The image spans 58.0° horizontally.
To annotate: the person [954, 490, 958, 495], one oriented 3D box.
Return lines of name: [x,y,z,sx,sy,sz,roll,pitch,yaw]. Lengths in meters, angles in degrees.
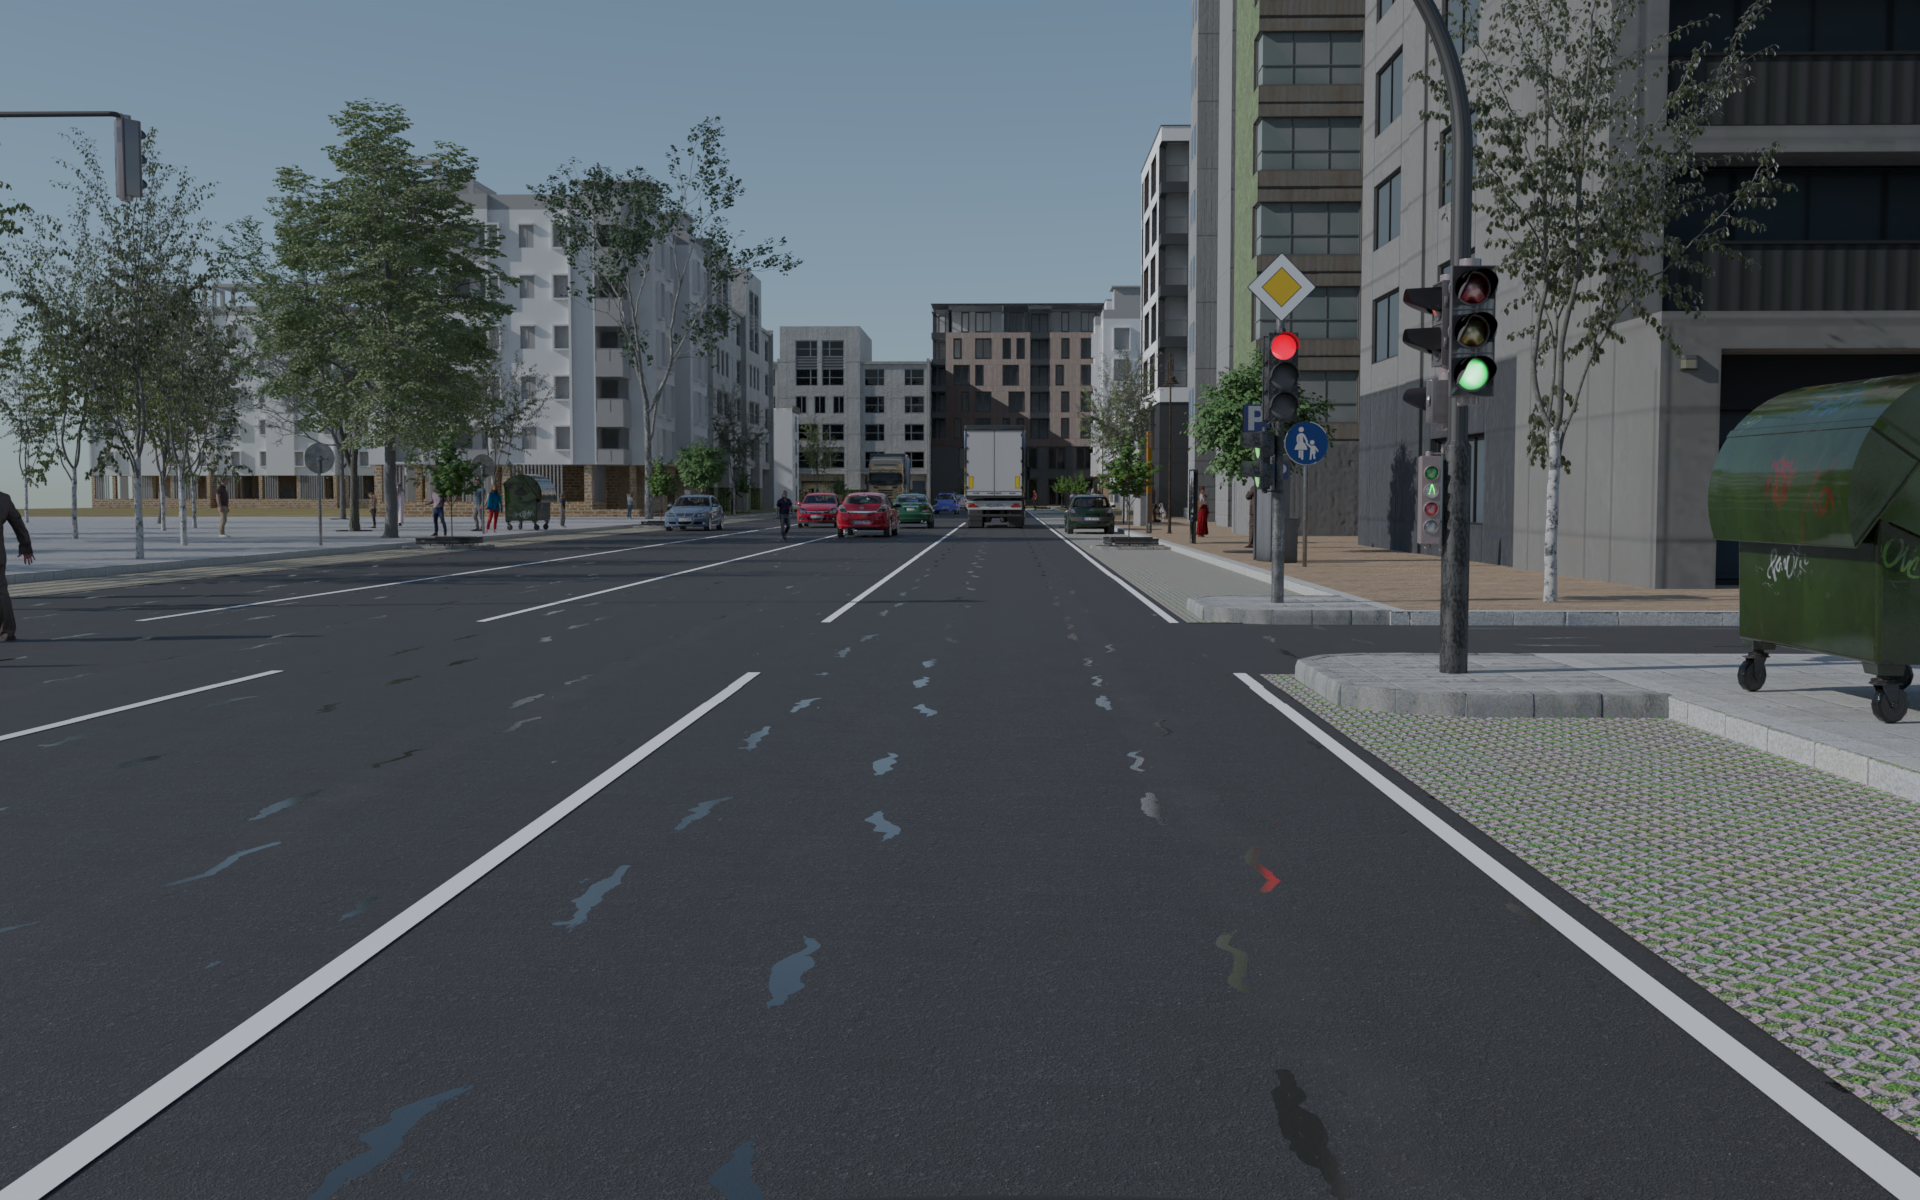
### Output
person: [-0.508,-10.004,171.696,1.348,1.869,0.705,2,4,35]

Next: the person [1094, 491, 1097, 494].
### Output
person: [7.534,-5.407,97.644,0.628,1.438,0.799,0,4,3]

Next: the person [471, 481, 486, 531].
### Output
person: [-16.556,-3.262,59.498,0.434,1.807,0.598,-2,4,-34]

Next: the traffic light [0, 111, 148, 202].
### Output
traffic light: [-12.211,-2.820,20.778,4.771,5.953,1.251,0,4,1]

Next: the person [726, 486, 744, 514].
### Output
person: [-14.445,-6.396,110.711,1.348,1.812,0.705,2,4,24]

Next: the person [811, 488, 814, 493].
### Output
person: [-9.997,-6.656,117.295,1.348,1.831,0.705,-3,5,-39]

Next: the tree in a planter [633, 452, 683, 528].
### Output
tree in a planter: [-12.646,-4.643,73.141,1.991,3.239,1.994,0,4,1]

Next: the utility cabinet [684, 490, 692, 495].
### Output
utility cabinet: [-14.250,-5.032,90.953,0.318,1.500,1.173,0,4,-4]

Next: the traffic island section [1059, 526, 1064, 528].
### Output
traffic island section: [5.142,-3.039,72.551,1.991,0.108,1.994,0,4,1]

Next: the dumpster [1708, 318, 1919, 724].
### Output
dumpster: [5.627,-0.483,10.395,1.502,2.255,1.985,0,4,1]

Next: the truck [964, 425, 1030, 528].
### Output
truck: [1.651,-5.334,76.128,2.839,4.237,11.283,0,4,3]

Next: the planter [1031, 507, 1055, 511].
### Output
planter: [7.149,-7.847,149.441,1.991,0.319,1.994,0,4,1]

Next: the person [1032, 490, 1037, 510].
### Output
person: [6.861,-9.214,159.114,0.705,1.831,1.348,-1,4,-12]

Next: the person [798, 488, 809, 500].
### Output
person: [-14.267,-9.381,159.565,1.348,1.807,0.705,-1,4,-16]

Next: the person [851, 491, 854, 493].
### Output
person: [-10.626,-9.994,172.728,0.721,1.723,1.217,0,4,-8]

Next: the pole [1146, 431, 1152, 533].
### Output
pole: [6.174,-3.833,56.513,0.158,3.312,0.155,0,3,0]

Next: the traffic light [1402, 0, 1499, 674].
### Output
traffic light: [1.429,-2.300,12.274,4.771,5.953,1.251,0,4,1]

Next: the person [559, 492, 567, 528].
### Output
person: [-15.125,-3.432,66.072,0.340,1.345,0.435,-2,4,-26]

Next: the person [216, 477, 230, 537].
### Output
person: [-21.958,-2.783,51.680,0.434,1.807,0.598,0,4,5]

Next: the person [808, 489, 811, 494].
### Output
person: [-14.920,-10.129,171.647,0.705,1.824,1.348,-3,5,-44]

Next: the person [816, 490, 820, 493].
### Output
person: [-9.863,-6.771,119.879,0.621,1.740,0.551,1,4,20]

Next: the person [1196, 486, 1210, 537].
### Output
person: [7.218,-2.628,51.476,0.387,1.526,0.523,1,4,14]

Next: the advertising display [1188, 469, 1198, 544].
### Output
advertising display: [6.052,-2.431,44.956,0.123,1.923,0.974,0,4,1]

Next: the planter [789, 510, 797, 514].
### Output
planter: [-11.317,-6.276,123.747,1.991,0.319,1.994,0,4,1]

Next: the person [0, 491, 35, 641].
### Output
person: [-9.539,-0.475,16.821,0.990,1.755,0.434,-3,5,-39]

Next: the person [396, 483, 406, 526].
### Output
person: [-22.581,-3.850,69.663,0.551,1.740,0.621,-3,4,-36]

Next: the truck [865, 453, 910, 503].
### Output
truck: [-4.962,-8.130,121.831,2.839,4.237,11.283,0,4,1]

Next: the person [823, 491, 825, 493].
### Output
person: [-14.011,-10.300,177.630,1.217,1.735,0.721,2,4,33]

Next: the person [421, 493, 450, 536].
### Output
person: [-15.871,-2.732,52.671,0.963,1.587,0.435,1,4,9]

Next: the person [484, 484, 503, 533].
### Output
person: [-15.549,-3.057,57.725,0.593,1.614,0.444,0,4,-8]

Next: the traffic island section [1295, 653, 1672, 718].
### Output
traffic island section: [3.562,0.600,12.473,2.009,0.180,2.903,0,4,1]

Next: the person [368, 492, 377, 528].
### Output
person: [-22.046,-3.369,65.035,0.435,1.345,0.340,3,4,36]

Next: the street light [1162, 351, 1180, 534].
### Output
street light: [6.808,-5.096,56.105,0.468,5.910,1.993,0,4,1]

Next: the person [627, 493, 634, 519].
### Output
person: [-17.150,-4.897,90.016,0.435,1.345,0.340,1,4,14]

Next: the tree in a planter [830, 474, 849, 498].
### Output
tree in a planter: [-10.605,-9.403,150.953,1.991,3.239,1.994,0,4,1]

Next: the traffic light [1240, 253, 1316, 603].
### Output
traffic light: [3.731,-1.922,20.343,0.839,4.253,0.868,0,4,1]

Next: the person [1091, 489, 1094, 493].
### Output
person: [10.967,-8.264,141.892,0.721,1.736,1.217,1,4,8]

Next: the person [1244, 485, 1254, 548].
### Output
person: [7.059,-2.113,41.272,0.600,1.739,0.565,3,4,37]

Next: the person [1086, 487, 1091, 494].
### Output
person: [7.809,-5.946,104.042,0.721,1.735,1.217,-1,4,-17]

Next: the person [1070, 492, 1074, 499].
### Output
person: [10.248,-9.096,157.996,0.421,1.427,0.697,0,4,2]

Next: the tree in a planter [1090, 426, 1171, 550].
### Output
tree in a planter: [4.407,-2.923,45.017,1.991,3.239,1.994,0,4,1]

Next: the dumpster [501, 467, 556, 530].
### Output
dumpster: [-15.377,-3.619,61.658,1.502,2.255,1.985,0,4,2]

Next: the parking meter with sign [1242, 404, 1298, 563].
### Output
parking meter with sign: [5.930,-2.238,32.859,0.543,3.016,1.738,-1,4,-13]

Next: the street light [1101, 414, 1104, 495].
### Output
street light: [7.754,-7.424,94.178,0.468,5.910,1.993,0,4,1]

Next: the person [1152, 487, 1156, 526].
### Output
person: [7.764,-3.942,70.623,0.434,1.807,0.598,2,4,34]

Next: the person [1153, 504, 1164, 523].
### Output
person: [8.913,-3.911,78.267,0.655,0.850,0.859,1,4,11]

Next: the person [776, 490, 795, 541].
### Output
person: [-5.367,-2.618,53.520,0.569,1.553,0.471,0,4,6]

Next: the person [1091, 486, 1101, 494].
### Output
person: [8.906,-6.566,113.489,1.348,1.812,0.705,3,4,36]

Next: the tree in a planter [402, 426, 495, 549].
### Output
tree in a planter: [-13.368,-2.951,45.471,1.991,3.239,1.994,0,4,1]

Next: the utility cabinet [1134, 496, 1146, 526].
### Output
utility cabinet: [7.243,-3.570,69.532,0.306,1.237,1.020,-1,4,-10]
